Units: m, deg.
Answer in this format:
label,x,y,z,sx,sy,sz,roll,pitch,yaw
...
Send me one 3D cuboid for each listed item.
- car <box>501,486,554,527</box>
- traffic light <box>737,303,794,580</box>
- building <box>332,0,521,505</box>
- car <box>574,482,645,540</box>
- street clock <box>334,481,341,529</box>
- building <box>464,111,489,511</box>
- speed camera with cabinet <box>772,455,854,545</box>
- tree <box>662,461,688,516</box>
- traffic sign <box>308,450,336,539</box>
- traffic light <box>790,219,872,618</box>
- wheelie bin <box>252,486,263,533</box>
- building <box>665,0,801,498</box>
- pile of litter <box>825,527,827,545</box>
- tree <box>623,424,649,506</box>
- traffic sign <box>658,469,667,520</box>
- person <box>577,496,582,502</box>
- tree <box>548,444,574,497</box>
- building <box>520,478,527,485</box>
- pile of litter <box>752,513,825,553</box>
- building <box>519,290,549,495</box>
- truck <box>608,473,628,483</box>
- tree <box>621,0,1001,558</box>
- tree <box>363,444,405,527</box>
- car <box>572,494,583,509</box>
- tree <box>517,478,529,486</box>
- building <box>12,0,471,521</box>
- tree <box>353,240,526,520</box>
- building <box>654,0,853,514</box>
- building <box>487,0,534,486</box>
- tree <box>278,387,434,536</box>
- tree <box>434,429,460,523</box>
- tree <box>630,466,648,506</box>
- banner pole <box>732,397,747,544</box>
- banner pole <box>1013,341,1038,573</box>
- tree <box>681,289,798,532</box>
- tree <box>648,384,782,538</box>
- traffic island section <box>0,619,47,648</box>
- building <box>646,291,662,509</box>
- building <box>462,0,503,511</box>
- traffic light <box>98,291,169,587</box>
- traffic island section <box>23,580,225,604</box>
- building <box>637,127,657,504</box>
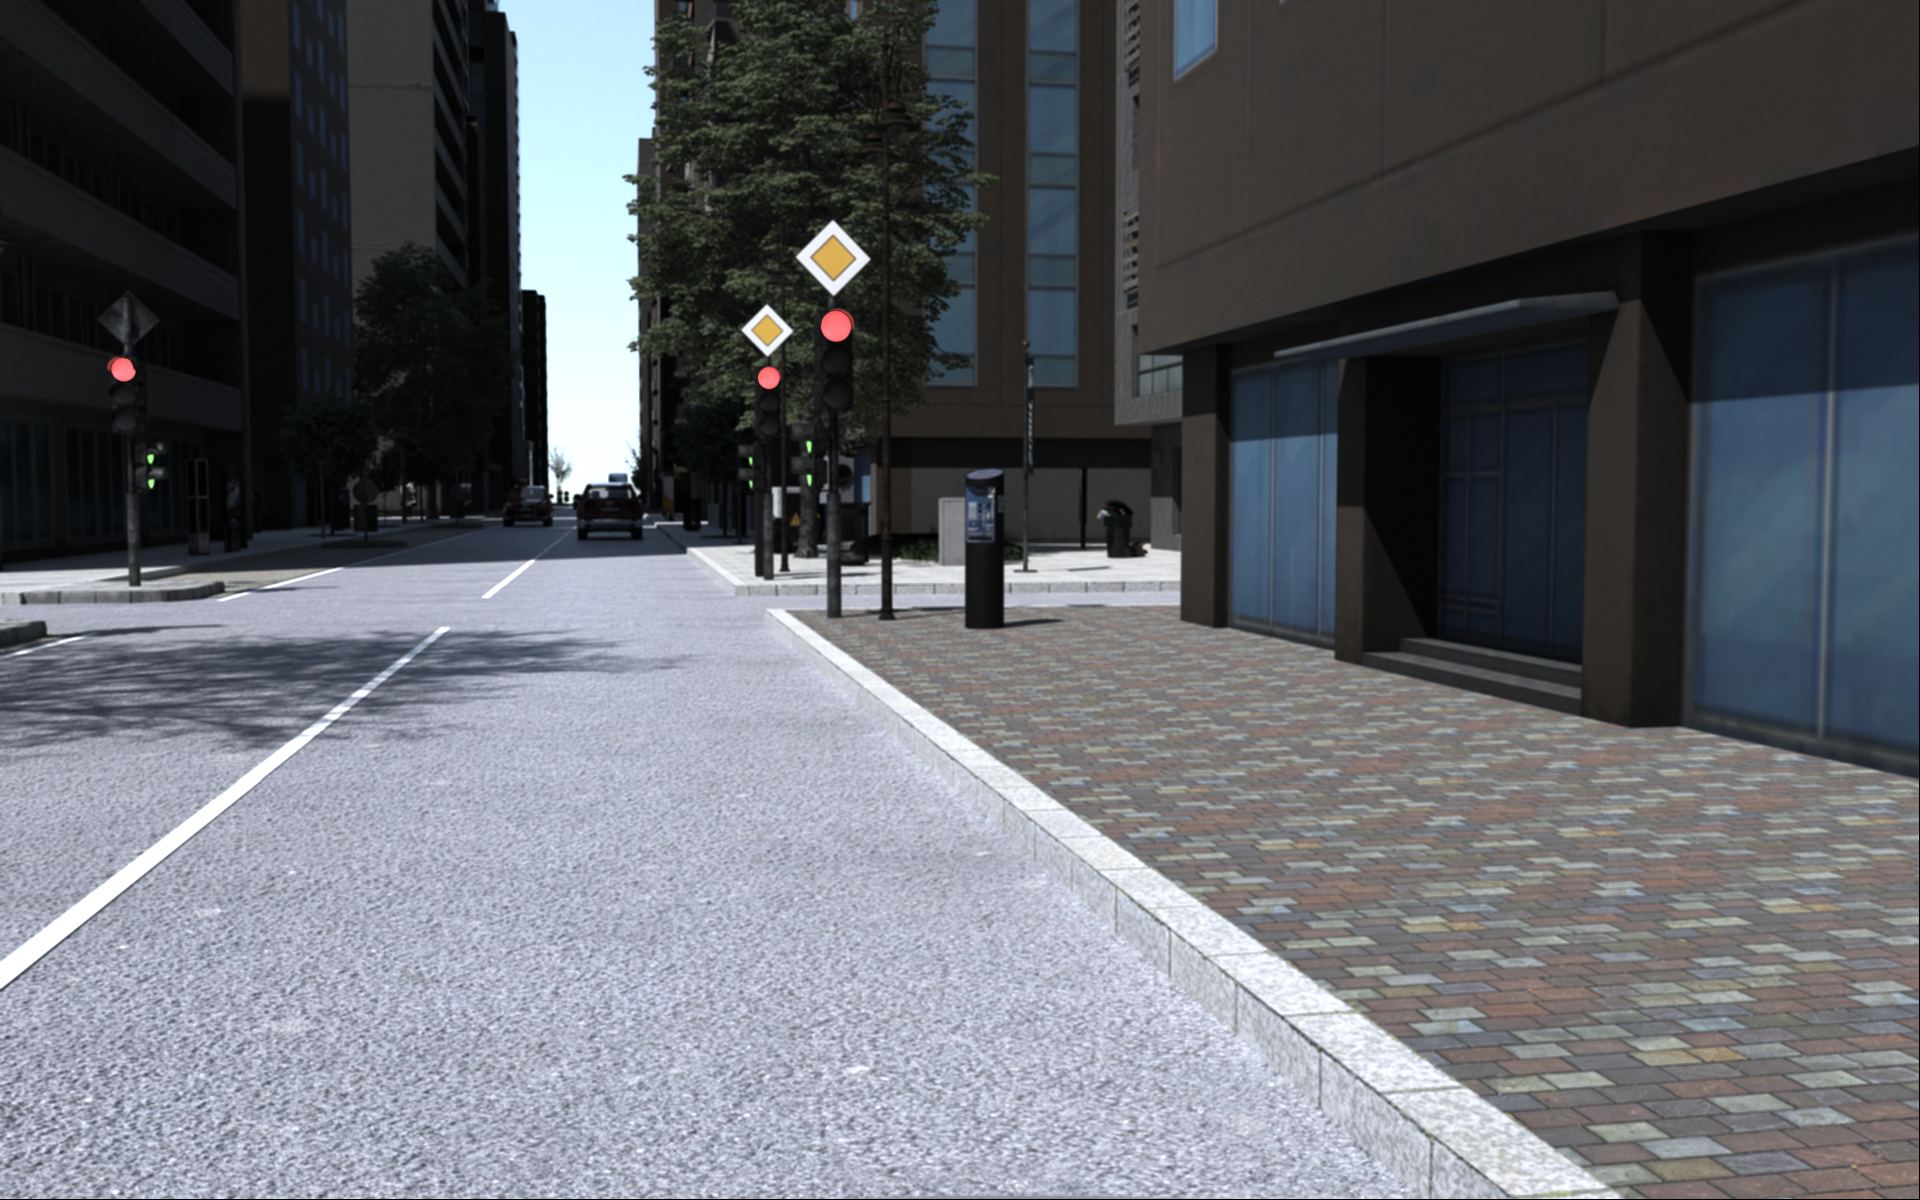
label,x,y,z,sx,sy,sz,roll,pitch,yaw
car,-19.474,-4.249,78.140,2.281,1.827,5.304,-1,4,-11
traffic light,-2.869,-2.249,25.689,0.839,4.253,0.868,-1,4,-11
building,-47.866,-31.075,158.181,14.600,45.320,14.200,-1,4,-11
car,-11.362,-2.903,56.139,2.281,1.827,5.304,-1,4,-12
street clock,-22.632,-3.564,62.837,0.471,2.002,0.358,1,4,12
building,-41.837,-21.572,124.396,14.160,30.474,14.107,-1,4,-11
speed camera with cabinet,-3.529,-2.863,41.154,2.038,3.252,0.660,-2,4,-33
tree,-16.731,-6.508,101.008,1.663,3.219,1.824,0,3,0
traffic sign,-18.290,-3.032,49.681,0.768,2.556,0.104,0,4,-6
traffic light,-1.323,-1.770,17.855,0.839,4.253,0.868,-1,4,-11
wheelie bin,-23.577,-3.035,57.530,0.693,1.594,0.980,-2,4,-35
building,-8.561,-28.319,117.635,22.147,44.769,28.867,-1,4,-11
pile of litter,-3.853,-1.820,43.721,1.719,0.858,1.176,-1,4,-15
tree,-32.960,-14.132,181.415,4.360,8.622,3.978,0,3,0
traffic sign,-14.498,-5.213,85.338,0.768,2.556,0.104,-1,4,-10
person,-23.823,-6.248,110.660,1.348,1.822,0.705,-1,4,-10
tree,-58.673,-18.560,253.812,4.360,8.622,3.978,0,3,0
building,-64.421,-30.415,189.167,32.217,40.220,23.993,-1,4,-11
pile of litter,-3.936,-1.487,38.277,1.176,0.858,1.719,-2,4,-30
building,-64.713,-28.662,240.323,14.160,30.474,14.107,-1,4,-11
truck,-42.423,-13.759,214.725,2.967,4.110,18.799,-1,4,-11
tree,-3.097,-7.147,34.976,7.486,12.596,7.792,0,3,0
tree,-22.263,-4.444,67.254,1.663,3.219,1.824,0,3,0
car,-35.539,-9.378,163.123,2.009,1.686,4.222,-1,4,-11
tree,-44.104,-10.923,173.199,1.663,3.219,1.824,0,3,0
building,-41.976,-29.441,105.067,21.300,48.544,21.600,-1,4,-11
tree,-26.630,-11.029,86.973,9.857,13.997,8.962,0,3,0
building,-17.038,-29.845,138.079,14.600,45.320,14.200,-1,4,-11
building,-64.880,-55.227,215.636,22.319,86.520,31.000,-1,4,-11
tree,-19.370,-4.251,53.215,4.285,4.588,4.351,0,3,0
tree,-24.293,-5.764,77.962,4.285,4.588,4.351,0,3,0
tree,-34.477,-12.584,189.463,4.285,4.588,4.351,0,3,0
banner pole,-5.750,-3.360,44.955,0.401,3.779,0.863,-1,4,-12
banner pole,1.112,-2.331,28.130,0.401,3.779,0.863,-1,4,-9
tree,-7.666,-6.644,58.997,4.737,8.622,4.395,0,3,0
tree,-6.872,-4.123,51.117,4.285,4.588,4.351,0,3,0
traffic island section,-9.958,0.367,16.276,2.009,0.180,2.903,-1,4,-11
building,-14.966,-19.385,161.986,27.650,21.520,28.899,-1,4,-11
building,-48.254,-42.893,139.551,20.563,71.187,20.611,-1,4,-11
traffic light,-11.462,-2.145,23.984,0.839,4.253,0.868,-1,4,-11
traffic island section,-11.504,-0.112,24.110,2.009,0.180,2.903,-1,4,-11
building,-31.100,-36.870,226.531,21.300,48.544,21.600,-1,4,-11
